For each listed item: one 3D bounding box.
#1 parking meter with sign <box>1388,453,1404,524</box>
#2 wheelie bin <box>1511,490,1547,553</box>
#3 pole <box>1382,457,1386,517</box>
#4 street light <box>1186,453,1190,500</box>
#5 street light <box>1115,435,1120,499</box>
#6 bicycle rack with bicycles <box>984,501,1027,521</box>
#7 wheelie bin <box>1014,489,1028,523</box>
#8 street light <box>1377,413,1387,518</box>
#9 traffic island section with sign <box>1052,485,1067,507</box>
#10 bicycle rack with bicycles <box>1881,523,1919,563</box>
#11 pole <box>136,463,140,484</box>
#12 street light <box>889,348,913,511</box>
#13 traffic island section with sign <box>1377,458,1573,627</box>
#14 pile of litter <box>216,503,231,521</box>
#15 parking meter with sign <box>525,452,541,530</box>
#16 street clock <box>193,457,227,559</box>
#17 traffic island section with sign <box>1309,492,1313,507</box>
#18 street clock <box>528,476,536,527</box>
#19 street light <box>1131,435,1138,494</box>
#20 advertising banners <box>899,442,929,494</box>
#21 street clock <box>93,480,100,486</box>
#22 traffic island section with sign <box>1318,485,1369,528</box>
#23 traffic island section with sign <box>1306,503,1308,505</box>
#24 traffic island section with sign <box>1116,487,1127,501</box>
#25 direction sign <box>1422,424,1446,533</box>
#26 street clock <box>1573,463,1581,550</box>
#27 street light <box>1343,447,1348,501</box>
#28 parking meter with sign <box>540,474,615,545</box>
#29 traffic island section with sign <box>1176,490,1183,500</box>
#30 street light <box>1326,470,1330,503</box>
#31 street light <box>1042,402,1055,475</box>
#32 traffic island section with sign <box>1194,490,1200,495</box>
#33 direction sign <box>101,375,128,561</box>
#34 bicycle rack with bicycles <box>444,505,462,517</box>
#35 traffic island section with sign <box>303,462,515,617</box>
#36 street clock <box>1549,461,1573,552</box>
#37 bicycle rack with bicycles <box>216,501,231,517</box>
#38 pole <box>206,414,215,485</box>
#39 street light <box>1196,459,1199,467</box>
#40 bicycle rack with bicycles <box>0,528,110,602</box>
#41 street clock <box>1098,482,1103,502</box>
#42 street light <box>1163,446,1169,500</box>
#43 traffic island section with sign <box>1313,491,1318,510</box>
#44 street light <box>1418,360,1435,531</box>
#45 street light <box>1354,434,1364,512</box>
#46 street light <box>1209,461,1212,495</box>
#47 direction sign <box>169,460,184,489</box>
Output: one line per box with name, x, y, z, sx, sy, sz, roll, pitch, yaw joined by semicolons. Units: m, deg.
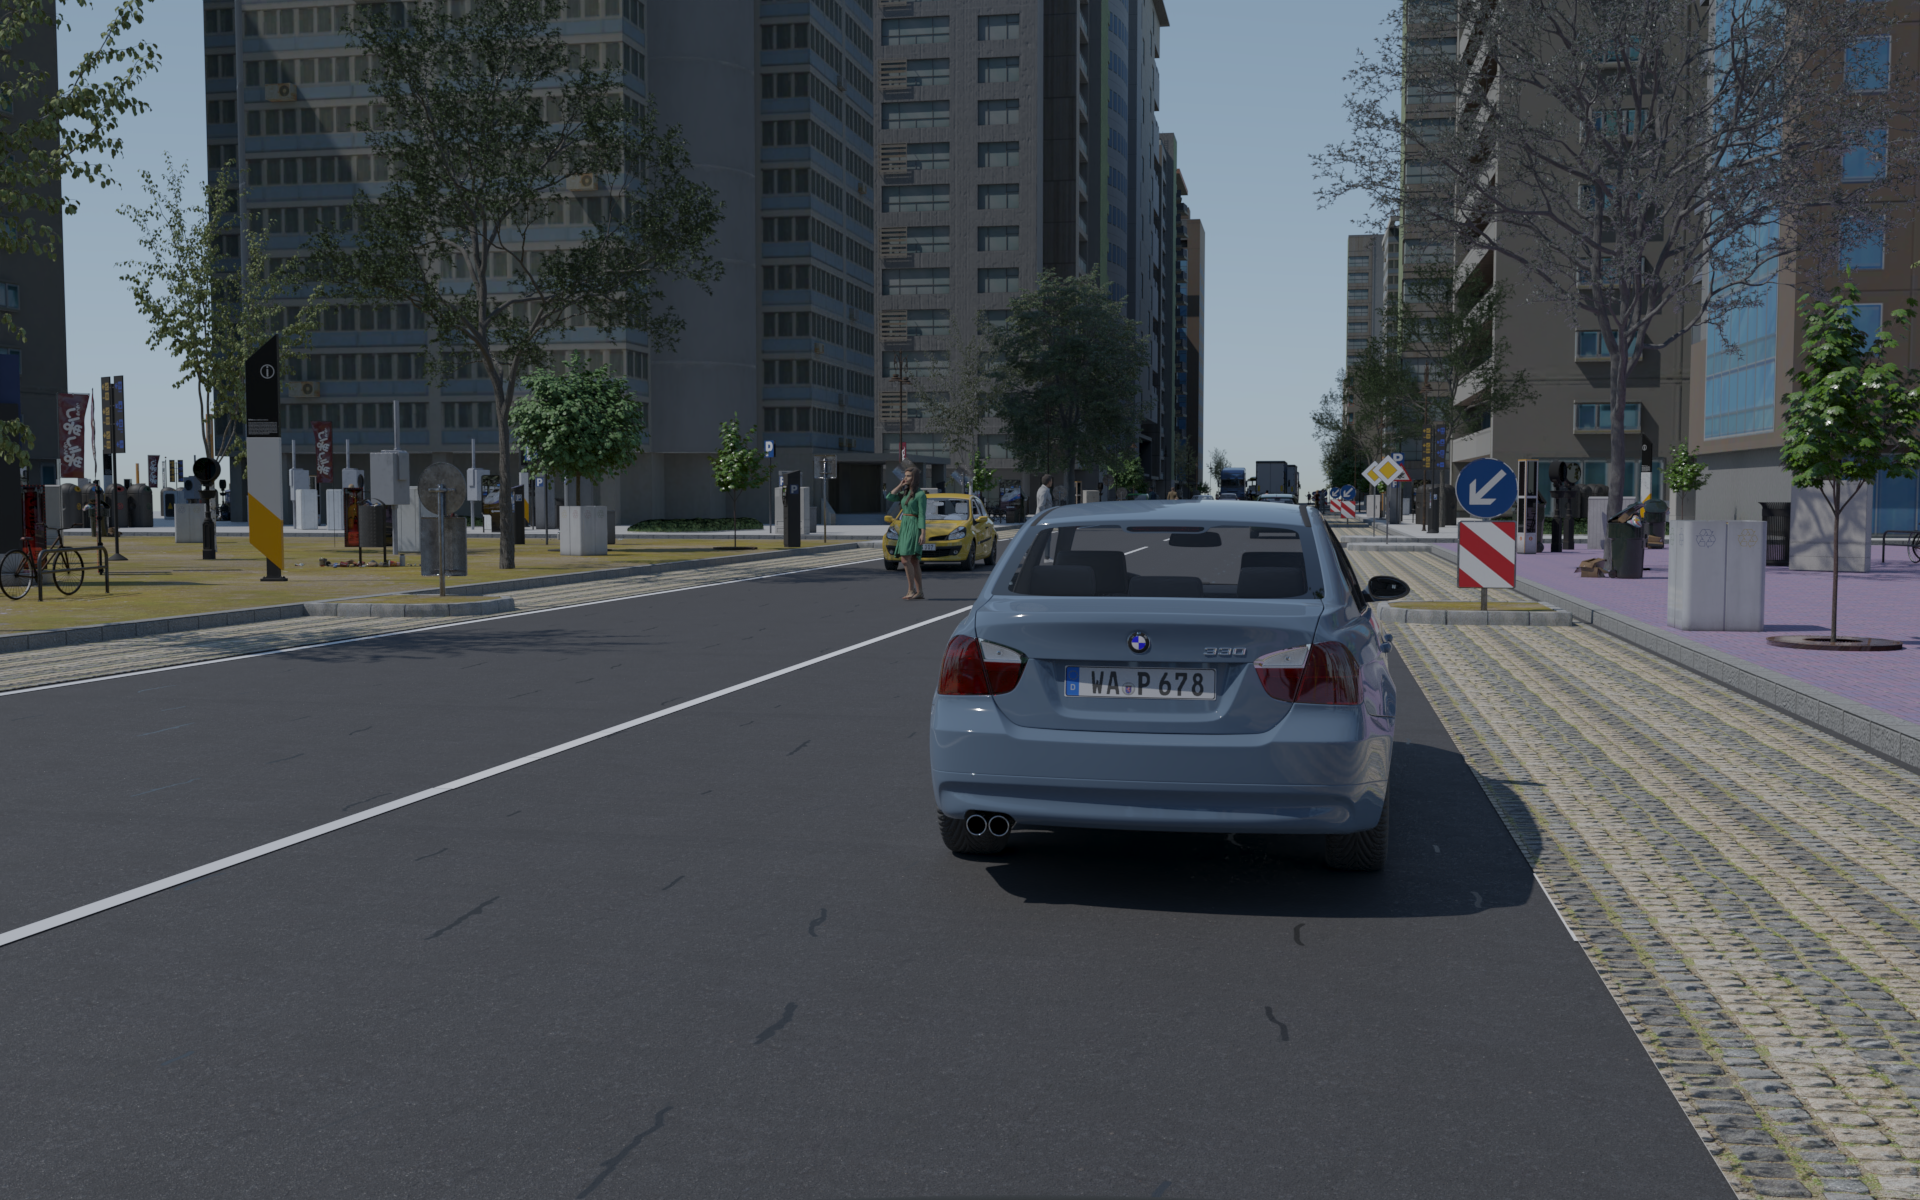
parking meter with sign;18.587;-4.756;74.024;0.543;3.016;1.738;0;4;8
wheelie bin;12.445;-1.837;37.945;0.693;1.594;0.980;0;4;7
pole;23.208;-6.179;94.873;0.158;3.312;0.155;0;3;0
street light;25.756;-13.610;195.314;0.468;5.910;1.993;1;4;11
street light;10.785;-8.961;119.303;0.468;5.910;1.993;1;4;11
bicycle rack with bicycles;1.751;-4.327;84.126;2.925;0.926;2.852;-2;4;-29
wheelie bin;2.611;-4.237;77.177;0.693;1.594;0.980;1;4;15
street light;22.542;-7.331;92.650;0.468;5.910;1.993;1;4;11
traffic island section with sign;4.412;-4.158;76.610;1.989;1.847;2.006;1;4;11
bicycle rack with bicycles;18.316;-1.120;31.693;2.852;0.926;2.925;0;4;-5
pole;-54.292;-7.373;114.385;0.158;3.312;0.155;0;3;0
street light;-1.871;-5.031;55.039;0.468;5.910;1.993;1;4;11
traffic island section with sign;5.796;-0.678;19.709;1.989;1.847;2.006;1;4;11
pile of litter;-35.105;-4.169;82.126;1.176;0.858;1.719;2;4;31
parking meter with sign;-15.073;-4.082;63.001;0.543;3.016;1.738;1;4;20
street clock;-14.800;-1.805;34.083;0.471;2.002;0.358;0;4;-2
traffic island section with sign;31.352;-8.636;149.820;1.989;1.847;2.006;1;4;11
street clock;-16.821;-3.893;68.227;0.471;2.002;0.358;-2;4;-28
street light;13.210;-9.705;131.460;0.468;5.910;1.993;1;4;11
advertising banners;-1.542;-3.747;57.453;0.090;3.025;2.074;-2;4;-29
street clock;-47.058;-5.487;94.280;0.358;2.002;0.471;-2;4;-28
traffic island section with sign;16.528;-4.021;74.366;1.989;1.847;2.006;1;4;11
traffic island section with sign;36.649;-10.286;176.810;1.989;1.847;2.006;1;4;11
traffic island section with sign;9.685;-5.801;103.473;1.989;1.847;2.006;1;4;11
direction sign;15.415;-3.940;56.415;0.379;3.537;0.876;-3;5;-40
street clock;14.020;-2.158;39.854;0.471;2.002;0.358;-2;4;-24
street light;37.122;-11.873;166.919;0.468;5.910;1.993;1;4;11
parking meter with sign;-9.650;-2.914;43.898;1.738;3.016;0.543;-1;4;-22
traffic island section with sign;19.284;-8.786;152.281;1.989;1.847;2.006;1;4;11
street light;59.689;-18.895;281.720;0.468;5.910;1.993;1;4;11
street light;4.454;-7.010;87.406;0.468;5.910;1.993;1;4;11
traffic island section with sign;24.571;-10.432;179.185;1.989;1.847;2.006;1;4;11
direction sign;-16.264;-2.528;33.324;0.876;3.537;0.379;3;5;39
bicycle rack with bicycles;-17.977;-2.762;58.546;2.852;0.926;2.925;0;4;3
traffic island section with sign;-6.528;-0.754;20.961;1.989;1.847;2.006;1;4;11
street clock;13.174;-2.057;38.196;0.358;2.002;0.471;3;5;43
bicycle rack with bicycles;-39.331;-4.782;91.572;2.925;0.926;2.852;-2;4;-25
pole;-19.070;-3.073;44.093;0.158;3.312;0.155;0;3;0
street light;28.967;-14.615;211.746;0.468;5.910;1.993;1;4;11
bicycle rack with bicycles;-12.011;-0.485;21.319;2.852;0.926;2.925;0;4;-1
street clock;8.644;-6.240;106.595;0.358;2.002;0.471;1;4;22
street light;19.412;-11.659;163.419;0.468;5.910;1.993;1;4;11
traffic island section with sign;21.730;-5.638;100.816;1.989;1.847;2.006;1;4;11
street light;16.100;-5.329;59.914;0.468;5.910;1.993;1;4;11
street light;28.814;-9.292;124.716;0.468;5.910;1.993;1;4;11
street light;35.221;-16.567;243.658;0.468;5.910;1.993;1;4;11
direction sign;-51.697;-7.481;114.316;0.876;3.537;0.379;0;4;-6
